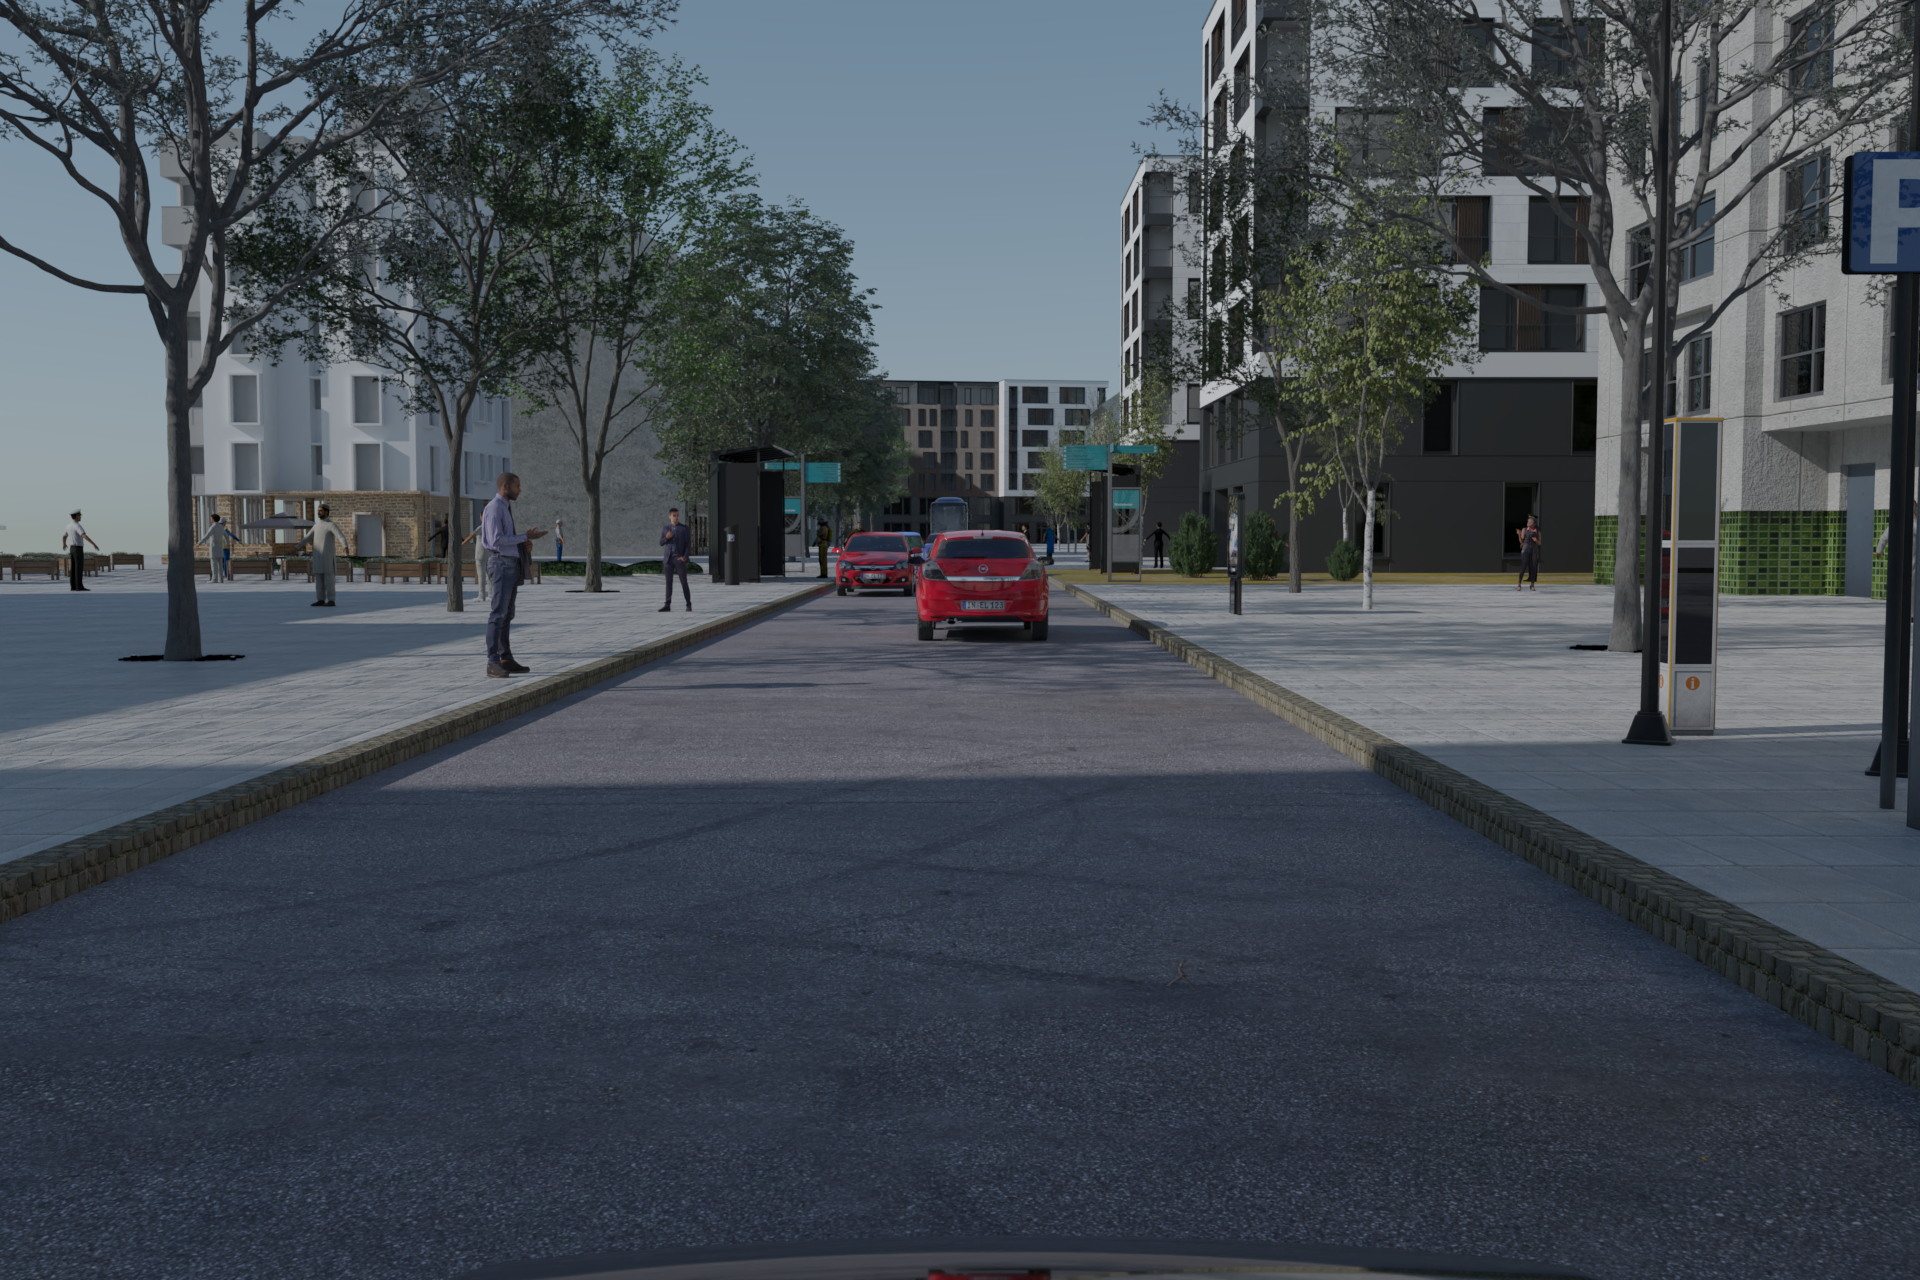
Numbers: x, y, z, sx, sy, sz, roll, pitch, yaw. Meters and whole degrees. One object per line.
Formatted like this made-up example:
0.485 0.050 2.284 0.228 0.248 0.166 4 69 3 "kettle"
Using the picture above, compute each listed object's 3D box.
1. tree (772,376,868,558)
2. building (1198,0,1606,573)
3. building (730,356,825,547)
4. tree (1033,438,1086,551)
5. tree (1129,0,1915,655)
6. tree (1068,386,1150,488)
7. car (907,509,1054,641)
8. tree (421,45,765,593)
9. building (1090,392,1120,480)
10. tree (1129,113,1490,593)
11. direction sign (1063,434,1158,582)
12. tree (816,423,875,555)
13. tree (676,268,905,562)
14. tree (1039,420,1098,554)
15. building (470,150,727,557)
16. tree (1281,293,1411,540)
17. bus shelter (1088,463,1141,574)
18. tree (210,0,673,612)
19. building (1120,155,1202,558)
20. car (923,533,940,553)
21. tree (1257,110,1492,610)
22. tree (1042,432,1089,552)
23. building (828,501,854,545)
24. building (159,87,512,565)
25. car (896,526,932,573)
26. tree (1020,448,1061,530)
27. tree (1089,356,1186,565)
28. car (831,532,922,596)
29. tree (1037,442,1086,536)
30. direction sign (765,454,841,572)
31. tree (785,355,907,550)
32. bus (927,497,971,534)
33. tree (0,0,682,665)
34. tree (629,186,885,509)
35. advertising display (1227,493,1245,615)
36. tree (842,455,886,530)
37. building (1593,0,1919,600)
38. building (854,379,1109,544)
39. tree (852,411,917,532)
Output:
-8.604 -9.740 93.659 7.601 10.594 8.767 -1 4 -11 "tree"
23.691 -13.981 72.568 27.936 21.610 32.646 0 3 0 "building"
-23.905 -19.546 186.036 16.747 18.905 31.486 0 4 0 "building"
7.566 -11.116 132.107 4.737 8.622 4.395 0 3 0 "tree"
7.397 -6.625 18.687 12.009 13.543 11.850 0 3 0 "tree"
7.128 -8.321 86.410 4.360 8.622 3.978 0 3 0 "tree"
0.300 -0.962 24.773 2.155 1.783 4.494 0 3 0 "car"
-8.001 -6.834 37.494 9.928 11.665 9.643 0 3 0 "tree"
26.259 -23.262 211.266 19.493 23.208 18.063 0 3 0 "building"
7.511 -6.319 37.720 8.767 10.594 7.601 2 4 32 "tree"
4.004 -3.491 45.843 2.525 3.948 1.411 0 4 1 "direction sign"
-7.353 -9.447 104.828 4.360 8.622 3.978 0 3 0 "tree"
-7.694 -10.312 78.979 12.009 13.543 11.850 0 3 0 "tree"
7.170 -9.795 110.509 4.737 8.622 4.395 0 3 0 "tree"
-24.836 -16.883 106.966 19.493 23.208 18.063 0 4 0 "building"
11.749 -6.236 52.314 4.360 8.622 3.978 0 3 0 "tree"
5.040 -4.101 58.328 1.731 3.624 6.357 0 4 1 "bus shelter"
-8.425 -5.724 27.993 8.767 10.594 7.601 1 4 8 "tree"
23.878 -16.271 110.008 27.936 21.610 32.646 0 3 0 "building"
-0.809 -4.436 81.572 2.155 1.783 4.494 0 3 0 "car"
6.980 -4.838 29.458 4.737 8.622 4.395 0 3 0 "tree"
7.877 -10.707 125.420 4.360 8.622 3.978 0 3 0 "tree"
-23.078 -23.475 214.736 19.493 23.208 18.063 0 4 1 "building"
-27.703 -13.319 74.184 16.016 20.090 11.380 0 4 1 "building"
-1.880 -2.885 56.768 1.945 1.707 3.694 0 4 1 "car"
7.808 -12.069 147.694 4.360 8.622 3.978 0 3 0 "tree"
7.480 -7.430 71.851 4.737 8.622 4.395 0 3 0 "tree"
-1.961 -1.977 41.362 2.155 1.783 4.494 0 4 0 "car"
7.970 -11.469 137.875 4.737 8.622 4.395 0 3 0 "tree"
-5.244 -4.256 58.348 2.525 3.948 1.411 0 4 0 "direction sign"
-8.306 -12.826 116.357 9.857 13.997 8.962 0 3 0 "tree"
-0.707 -7.803 119.133 2.896 3.916 12.251 0 3 0 "bus"
-7.903 -6.544 17.372 12.009 13.543 11.850 0 3 0 "tree"
-7.399 -9.665 64.672 9.857 13.997 8.962 0 3 0 "tree"
4.416 -1.376 27.708 0.123 1.923 0.974 0 4 0 "advertising display"
-7.505 -10.821 127.280 4.360 8.622 3.978 0 3 0 "tree"
24.560 -9.890 28.166 16.747 18.905 31.486 0 4 0 "building"
1.262 -24.090 240.310 32.646 21.610 27.936 -1 4 -10 "building"
-7.277 -13.404 144.907 9.928 11.665 9.643 0 3 0 "tree"
